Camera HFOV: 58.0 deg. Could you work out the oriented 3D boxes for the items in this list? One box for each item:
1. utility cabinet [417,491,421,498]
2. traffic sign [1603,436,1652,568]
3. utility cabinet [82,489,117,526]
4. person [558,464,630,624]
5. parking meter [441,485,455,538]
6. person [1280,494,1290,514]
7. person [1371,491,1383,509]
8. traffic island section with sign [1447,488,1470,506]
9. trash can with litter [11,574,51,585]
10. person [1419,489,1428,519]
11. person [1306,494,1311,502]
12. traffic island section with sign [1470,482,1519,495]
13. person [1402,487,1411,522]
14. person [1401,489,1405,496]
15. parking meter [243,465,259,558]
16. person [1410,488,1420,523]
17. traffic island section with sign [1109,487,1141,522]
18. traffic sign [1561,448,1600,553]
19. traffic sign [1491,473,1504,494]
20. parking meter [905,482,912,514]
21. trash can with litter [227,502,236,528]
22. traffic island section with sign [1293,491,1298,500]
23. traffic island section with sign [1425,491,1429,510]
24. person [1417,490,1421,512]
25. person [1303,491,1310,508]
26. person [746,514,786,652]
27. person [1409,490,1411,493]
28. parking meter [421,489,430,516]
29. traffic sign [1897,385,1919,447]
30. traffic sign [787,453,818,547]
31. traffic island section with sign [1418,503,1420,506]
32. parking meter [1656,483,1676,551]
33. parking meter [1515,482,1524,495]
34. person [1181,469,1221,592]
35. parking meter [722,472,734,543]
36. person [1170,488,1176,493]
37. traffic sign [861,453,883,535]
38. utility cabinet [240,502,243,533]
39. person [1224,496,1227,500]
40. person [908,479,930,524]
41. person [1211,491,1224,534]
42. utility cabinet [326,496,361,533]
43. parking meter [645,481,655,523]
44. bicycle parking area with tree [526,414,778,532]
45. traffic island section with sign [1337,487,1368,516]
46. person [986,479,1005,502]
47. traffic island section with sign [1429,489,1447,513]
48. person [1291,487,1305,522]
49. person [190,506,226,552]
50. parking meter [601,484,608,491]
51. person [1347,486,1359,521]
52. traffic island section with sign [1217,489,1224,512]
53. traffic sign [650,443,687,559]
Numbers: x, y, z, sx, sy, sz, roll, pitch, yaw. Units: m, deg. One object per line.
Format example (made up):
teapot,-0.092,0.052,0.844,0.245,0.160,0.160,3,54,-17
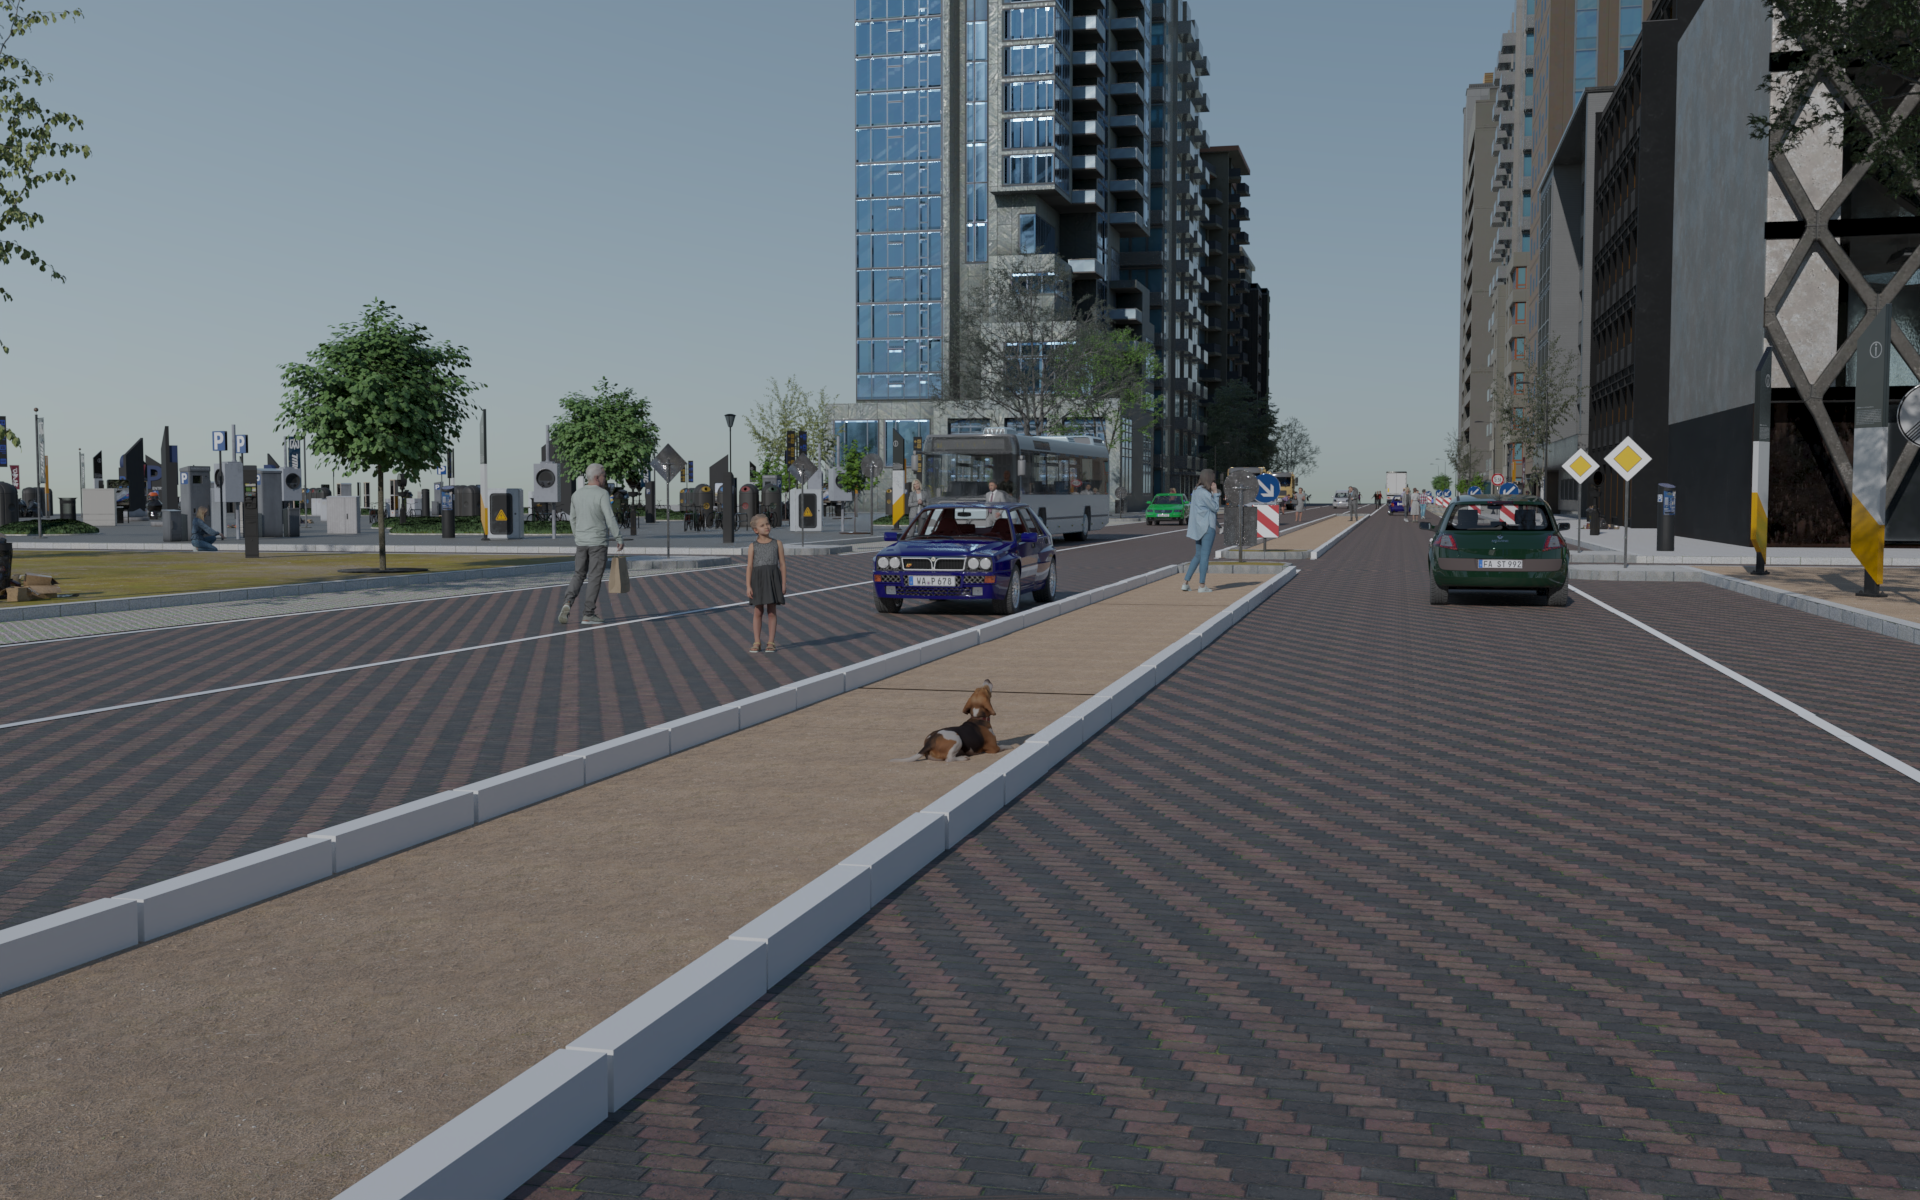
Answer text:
utility cabinet,-38.614,-7.080,124.433,0.318,1.500,1.173,-3,5,-41
traffic sign,11.514,-1.607,29.922,0.795,2.450,0.064,1,4,14
utility cabinet,-34.302,-3.693,69.057,1.173,1.500,0.318,-1,4,-13
person,-3.999,-0.614,19.022,0.782,1.767,0.515,2,4,29
parking meter,-14.973,-2.584,50.667,0.372,1.533,0.369,0,3,0
person,22.787,-6.706,121.376,0.697,1.427,0.421,0,4,6
person,39.442,-9.442,163.700,1.217,1.723,0.721,2,4,31
traffic island section with sign,25.441,-4.741,86.147,1.989,1.847,2.006,1,4,14
trash can with litter,-14.022,-0.813,24.354,2.233,1.210,1.678,-1,4,-11
person,26.846,-5.571,100.417,0.563,1.720,0.643,3,5,45
person,49.178,-14.208,243.987,0.799,1.438,0.628,1,4,12
traffic island section with sign,18.683,-3.110,59.473,1.989,1.847,2.006,1,4,14
person,23.318,-4.980,90.108,0.709,1.800,0.728,0,4,-8
person,34.457,-7.717,134.537,0.709,1.838,0.599,-1,4,-15
parking meter,-14.252,-1.780,34.817,0.255,1.863,0.399,-1,4,-21
person,22.905,-4.782,87.262,0.480,1.755,0.524,-1,4,-11
traffic island section with sign,8.381,-5.001,90.387,1.989,1.847,2.006,1,4,14
traffic sign,13.475,-2.081,37.664,0.795,2.450,0.064,1,4,14
traffic sign,32.771,-6.452,105.598,0.768,2.556,0.104,1,4,16
parking meter,-2.539,-4.797,84.150,0.255,1.863,0.399,-3,5,-41
trash can with litter,-27.363,-3.365,66.073,1.678,1.210,2.233,-1,4,-14
traffic island section with sign,47.508,-14.446,244.817,1.989,1.847,2.006,1,4,14
traffic island section with sign,44.390,-9.316,160.949,1.989,1.847,2.006,1,4,14
person,37.569,-8.119,141.688,0.683,1.767,0.568,-1,4,-10
person,36.341,-10.663,182.925,1.350,1.814,0.705,0,4,7
person,-1.760,-0.158,15.752,0.362,1.253,0.373,0,4,-2
person,45.266,-10.140,174.295,1.348,1.824,0.705,3,5,44
parking meter,-24.835,-4.410,80.516,0.372,1.533,0.369,0,3,0
traffic sign,11.000,-1.193,19.609,0.768,2.556,0.104,1,4,18
traffic sign,-3.820,-2.349,42.049,0.795,2.450,0.064,1,4,14
traffic island section with sign,57.733,-12.540,213.660,1.989,1.847,2.006,1,4,14
parking meter,15.868,-1.866,38.919,0.372,1.533,0.369,0,3,0
parking meter,27.159,-4.798,84.155,0.399,1.863,0.255,2,4,26
person,3.493,-1.001,25.138,0.793,1.790,0.793,3,5,41
parking meter,-6.109,-2.446,45.700,0.255,1.863,0.399,0,4,1
person,13.447,-6.170,109.348,0.573,1.828,0.580,2,4,29
traffic sign,-2.756,-3.299,54.040,0.768,2.556,0.104,1,4,21
utility cabinet,-22.951,-2.922,56.452,1.173,1.500,0.318,0,4,2
person,22.520,-8.199,145.743,0.628,1.438,0.799,1,4,15
person,-0.993,-2.046,42.135,0.537,1.800,0.526,0,4,-3
person,9.062,-3.293,62.180,0.795,1.843,0.661,-2,4,-25
utility cabinet,-20.139,-2.777,56.571,1.020,1.237,0.306,0,4,6
parking meter,-13.780,-4.357,76.949,0.399,1.863,0.255,2,4,31
bicycle parking area with tree,-10.842,-4.595,62.126,8.231,4.147,9.016,1,4,19
traffic island section with sign,25.378,-6.346,111.892,2.006,1.907,1.989,1,4,14
person,0.849,-2.047,42.248,0.678,1.792,0.850,2,4,34
traffic island section with sign,37.564,-7.669,134.018,1.989,1.847,2.006,1,4,14
person,17.469,-4.934,89.528,0.716,1.782,0.532,1,4,15
person,-17.620,-1.622,40.521,0.738,1.151,1.012,-2,4,-26
parking meter,-19.547,-5.474,95.207,0.399,1.863,0.255,2,4,26
person,20.562,-5.038,90.673,0.655,1.846,0.447,3,5,41
traffic island section with sign,20.619,-7.953,138.660,1.989,1.847,2.006,1,4,14
traffic sign,-5.781,-1.876,34.308,0.795,2.450,0.064,1,4,14
